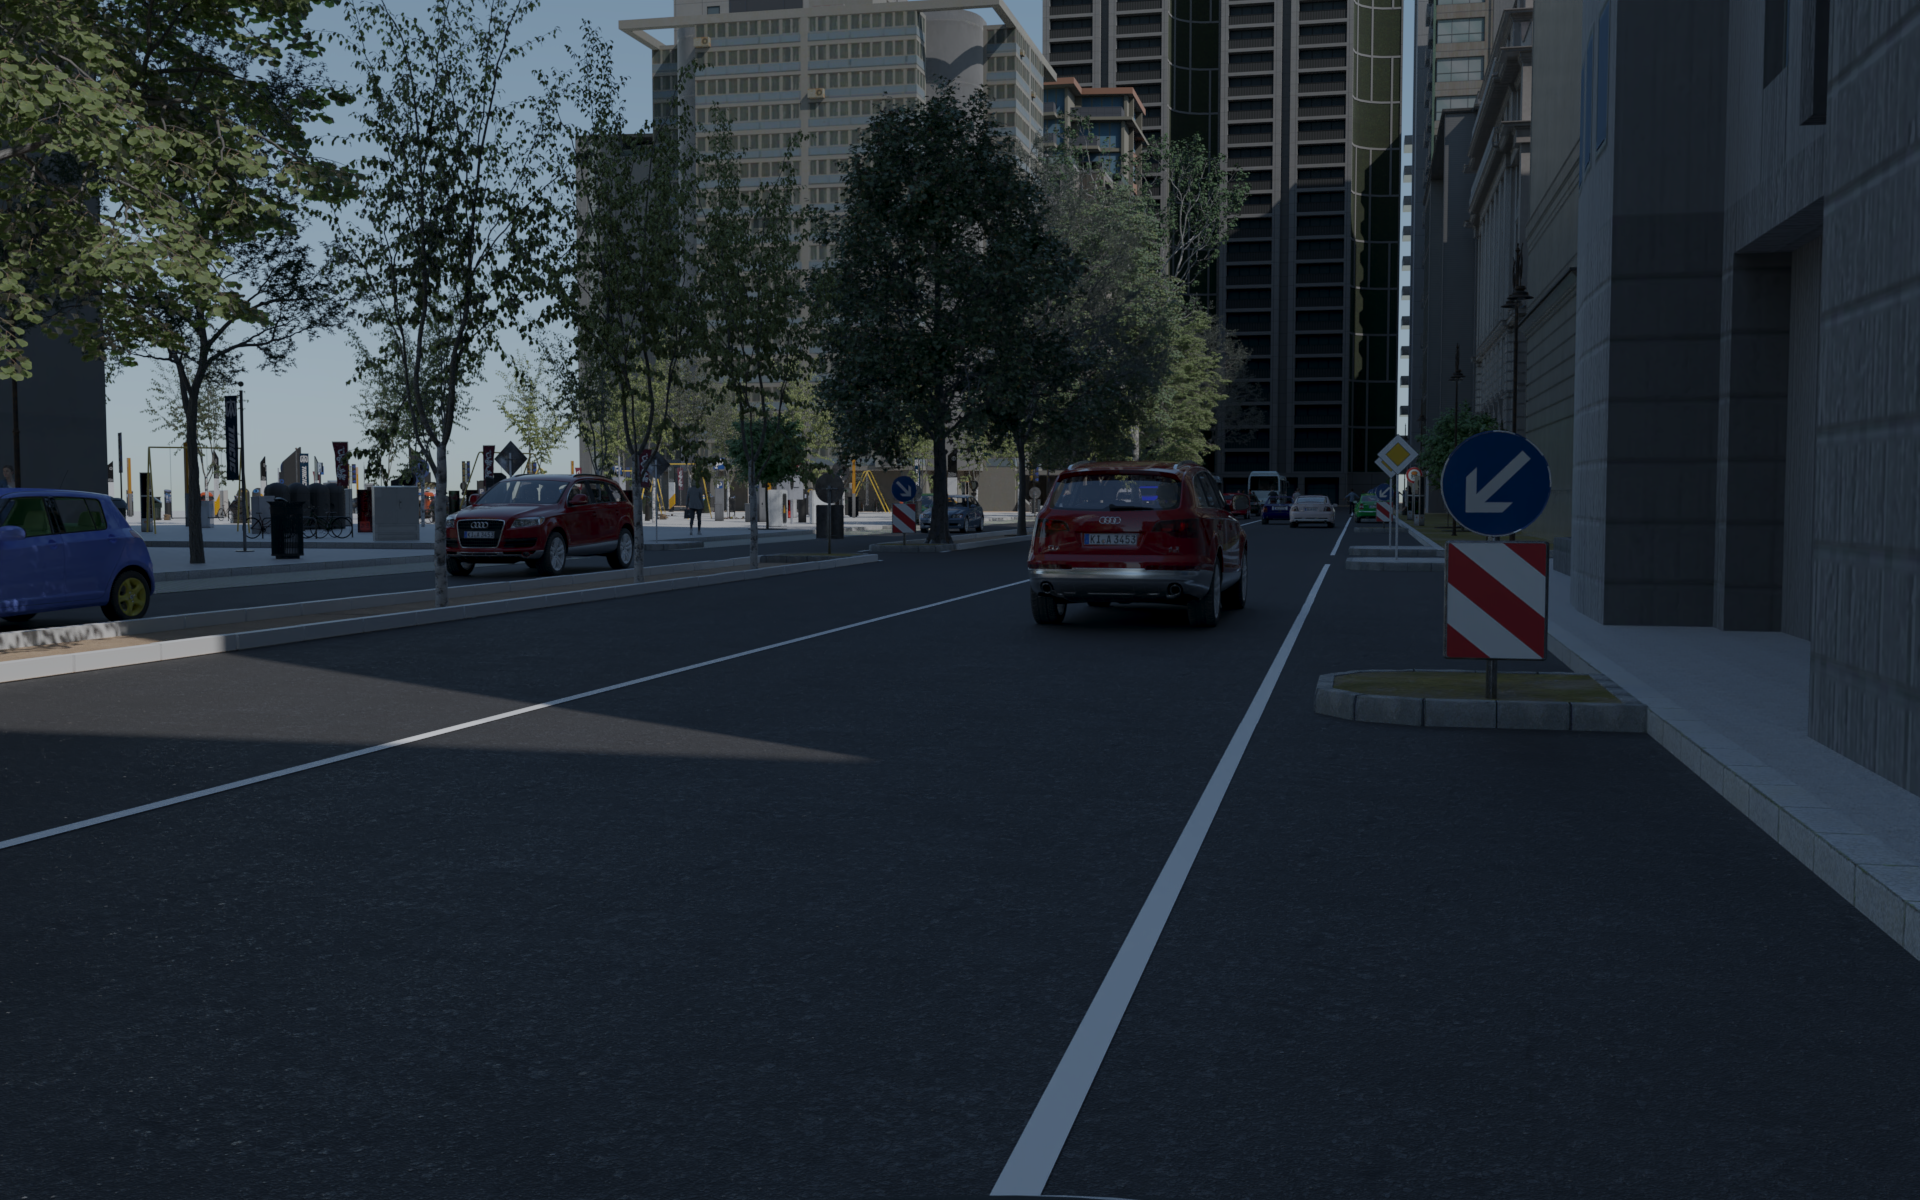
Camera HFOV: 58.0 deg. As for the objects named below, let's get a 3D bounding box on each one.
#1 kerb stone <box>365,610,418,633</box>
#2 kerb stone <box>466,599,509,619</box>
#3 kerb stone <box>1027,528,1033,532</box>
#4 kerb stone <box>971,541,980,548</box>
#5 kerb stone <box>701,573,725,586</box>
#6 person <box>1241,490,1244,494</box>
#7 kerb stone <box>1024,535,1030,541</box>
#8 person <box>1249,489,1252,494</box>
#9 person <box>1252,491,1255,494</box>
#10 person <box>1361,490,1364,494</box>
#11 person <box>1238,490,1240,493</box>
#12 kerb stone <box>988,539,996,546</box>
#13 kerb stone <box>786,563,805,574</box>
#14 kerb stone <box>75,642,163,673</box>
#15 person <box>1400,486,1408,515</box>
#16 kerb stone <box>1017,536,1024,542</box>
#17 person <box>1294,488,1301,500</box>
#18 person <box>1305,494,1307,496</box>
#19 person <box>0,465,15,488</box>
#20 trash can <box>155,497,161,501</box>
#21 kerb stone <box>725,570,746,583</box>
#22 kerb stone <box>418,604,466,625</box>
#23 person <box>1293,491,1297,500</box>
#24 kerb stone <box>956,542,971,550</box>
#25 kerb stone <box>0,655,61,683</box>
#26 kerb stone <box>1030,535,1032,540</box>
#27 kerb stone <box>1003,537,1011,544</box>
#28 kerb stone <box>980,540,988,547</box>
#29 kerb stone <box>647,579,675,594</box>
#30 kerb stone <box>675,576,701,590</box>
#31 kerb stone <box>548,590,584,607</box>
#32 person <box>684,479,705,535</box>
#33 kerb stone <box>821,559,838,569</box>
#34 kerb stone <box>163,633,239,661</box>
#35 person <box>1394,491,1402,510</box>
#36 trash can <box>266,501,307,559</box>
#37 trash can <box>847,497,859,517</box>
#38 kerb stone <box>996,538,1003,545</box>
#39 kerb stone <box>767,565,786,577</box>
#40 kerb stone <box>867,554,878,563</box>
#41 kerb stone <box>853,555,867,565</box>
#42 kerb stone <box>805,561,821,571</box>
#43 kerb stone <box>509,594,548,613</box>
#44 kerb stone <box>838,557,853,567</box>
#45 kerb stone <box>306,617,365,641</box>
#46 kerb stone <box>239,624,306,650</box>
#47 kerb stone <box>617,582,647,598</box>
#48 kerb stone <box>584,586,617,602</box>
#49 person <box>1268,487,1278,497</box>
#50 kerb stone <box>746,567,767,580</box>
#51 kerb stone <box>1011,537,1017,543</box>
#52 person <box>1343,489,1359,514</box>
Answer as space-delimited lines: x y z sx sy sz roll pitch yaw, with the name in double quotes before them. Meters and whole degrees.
"kerb stone" -6.091 0.234 18.367 0.120 0.150 1.000 1 4 13
"kerb stone" -5.627 0.111 20.375 0.120 0.150 1.000 1 4 13
"kerb stone" 2.652 -2.633 65.323 0.120 0.150 1.000 1 4 13
"kerb stone" 0.296 -1.447 45.868 0.120 0.150 1.000 1 4 13
"kerb stone" -3.998 -0.309 27.380 0.120 0.150 1.000 1 4 13
"person" 27.952 -9.934 170.890 0.705 1.831 1.348 3 5 45
"kerb stone" 1.913 -1.875 52.859 0.120 0.150 1.000 1 4 13
"person" 21.858 -7.481 130.745 0.705 1.831 1.348 2 4 28
"person" 23.744 -7.975 140.353 0.415 1.643 0.593 -2 4 -29
"person" 37.181 -9.237 159.654 0.705 1.807 1.348 -1 4 -12
"person" 21.337 -7.604 133.275 0.683 1.767 0.568 -2 4 -31
"kerb stone" 0.754 -1.570 47.872 0.120 0.150 1.000 1 4 13
"kerb stone" -3.068 -0.562 31.381 0.120 0.150 1.000 1 4 13
"kerb stone" -7.025 0.485 14.365 0.120 0.150 1.000 1 4 13
"person" 26.329 -5.829 102.098 0.760 1.731 0.466 -1 4 -22
"kerb stone" 1.683 -1.815 51.863 0.120 0.150 1.000 1 4 13
"person" 20.734 -5.946 105.923 0.583 1.804 0.606 -2 4 -32
"person" 28.806 -8.041 143.151 0.799 1.438 0.628 1 4 15
"person" -17.611 -1.591 32.079 0.581 1.822 0.654 -3 5 -41
"trash can" -44.547 -5.147 95.800 0.748 1.137 0.748 0 3 0
"kerb stone" -3.771 -0.378 28.376 0.120 0.150 1.000 1 4 13
"kerb stone" -5.857 0.173 19.366 0.120 0.150 1.000 1 4 13
"person" 31.076 -9.240 160.505 0.436 1.711 0.756 3 5 40
"kerb stone" 0.057 -1.387 44.869 0.120 0.150 1.000 1 4 13
"kerb stone" -7.263 0.543 13.365 0.120 0.150 1.000 1 4 13
"kerb stone" 2.147 -1.936 53.858 0.120 0.150 1.000 1 4 13
"kerb stone" 1.224 -1.693 49.869 0.120 0.150 1.000 1 4 13
"kerb stone" 0.527 -1.506 46.864 0.120 0.150 1.000 1 4 13
"kerb stone" -4.466 -0.194 25.373 0.120 0.150 1.000 1 4 13
"kerb stone" -4.231 -0.256 26.377 0.120 0.150 1.000 1 4 13
"kerb stone" -5.166 -0.011 22.379 0.120 0.150 1.000 1 4 13
"person" -8.404 -2.951 54.470 0.709 1.800 0.728 1 4 9
"kerb stone" -2.611 -0.678 33.374 0.120 0.150 1.000 1 4 13
"kerb stone" -6.793 0.418 15.364 0.120 0.150 1.000 1 4 13
"person" 35.370 -8.207 140.196 1.348 1.831 0.705 1 4 17
"trash can" -13.338 -1.387 34.330 0.748 1.137 0.748 0 3 0
"trash can" -5.966 -5.212 96.873 0.748 1.137 0.748 0 3 0
"kerb stone" 0.996 -1.632 48.872 0.120 0.150 1.000 1 4 13
"kerb stone" -3.311 -0.499 30.377 0.120 0.150 1.000 1 4 13
"kerb stone" -1.916 -0.868 36.381 0.120 0.150 1.000 1 4 13
"kerb stone" -2.145 -0.806 35.378 0.120 0.150 1.000 1 4 13
"kerb stone" -2.849 -0.623 32.379 0.120 0.150 1.000 1 4 13
"kerb stone" -5.400 0.050 21.373 0.120 0.150 1.000 1 4 13
"kerb stone" -2.374 -0.745 34.378 0.120 0.150 1.000 1 4 13
"kerb stone" -6.325 0.295 17.368 0.120 0.150 1.000 1 4 13
"kerb stone" -6.554 0.358 16.367 0.120 0.150 1.000 1 4 13
"kerb stone" -4.694 -0.133 24.377 0.120 0.150 1.000 1 4 13
"kerb stone" -4.929 -0.072 23.376 0.120 0.150 1.000 1 4 13
"person" 20.172 -6.343 111.564 0.648 1.900 0.474 -1 4 -22
"kerb stone" -3.535 -0.432 29.371 0.120 0.150 1.000 1 4 13
"kerb stone" 1.455 -1.753 50.865 0.120 0.150 1.000 1 4 13
"person" 28.510 -7.183 125.933 1.348 1.826 0.705 0 4 2
